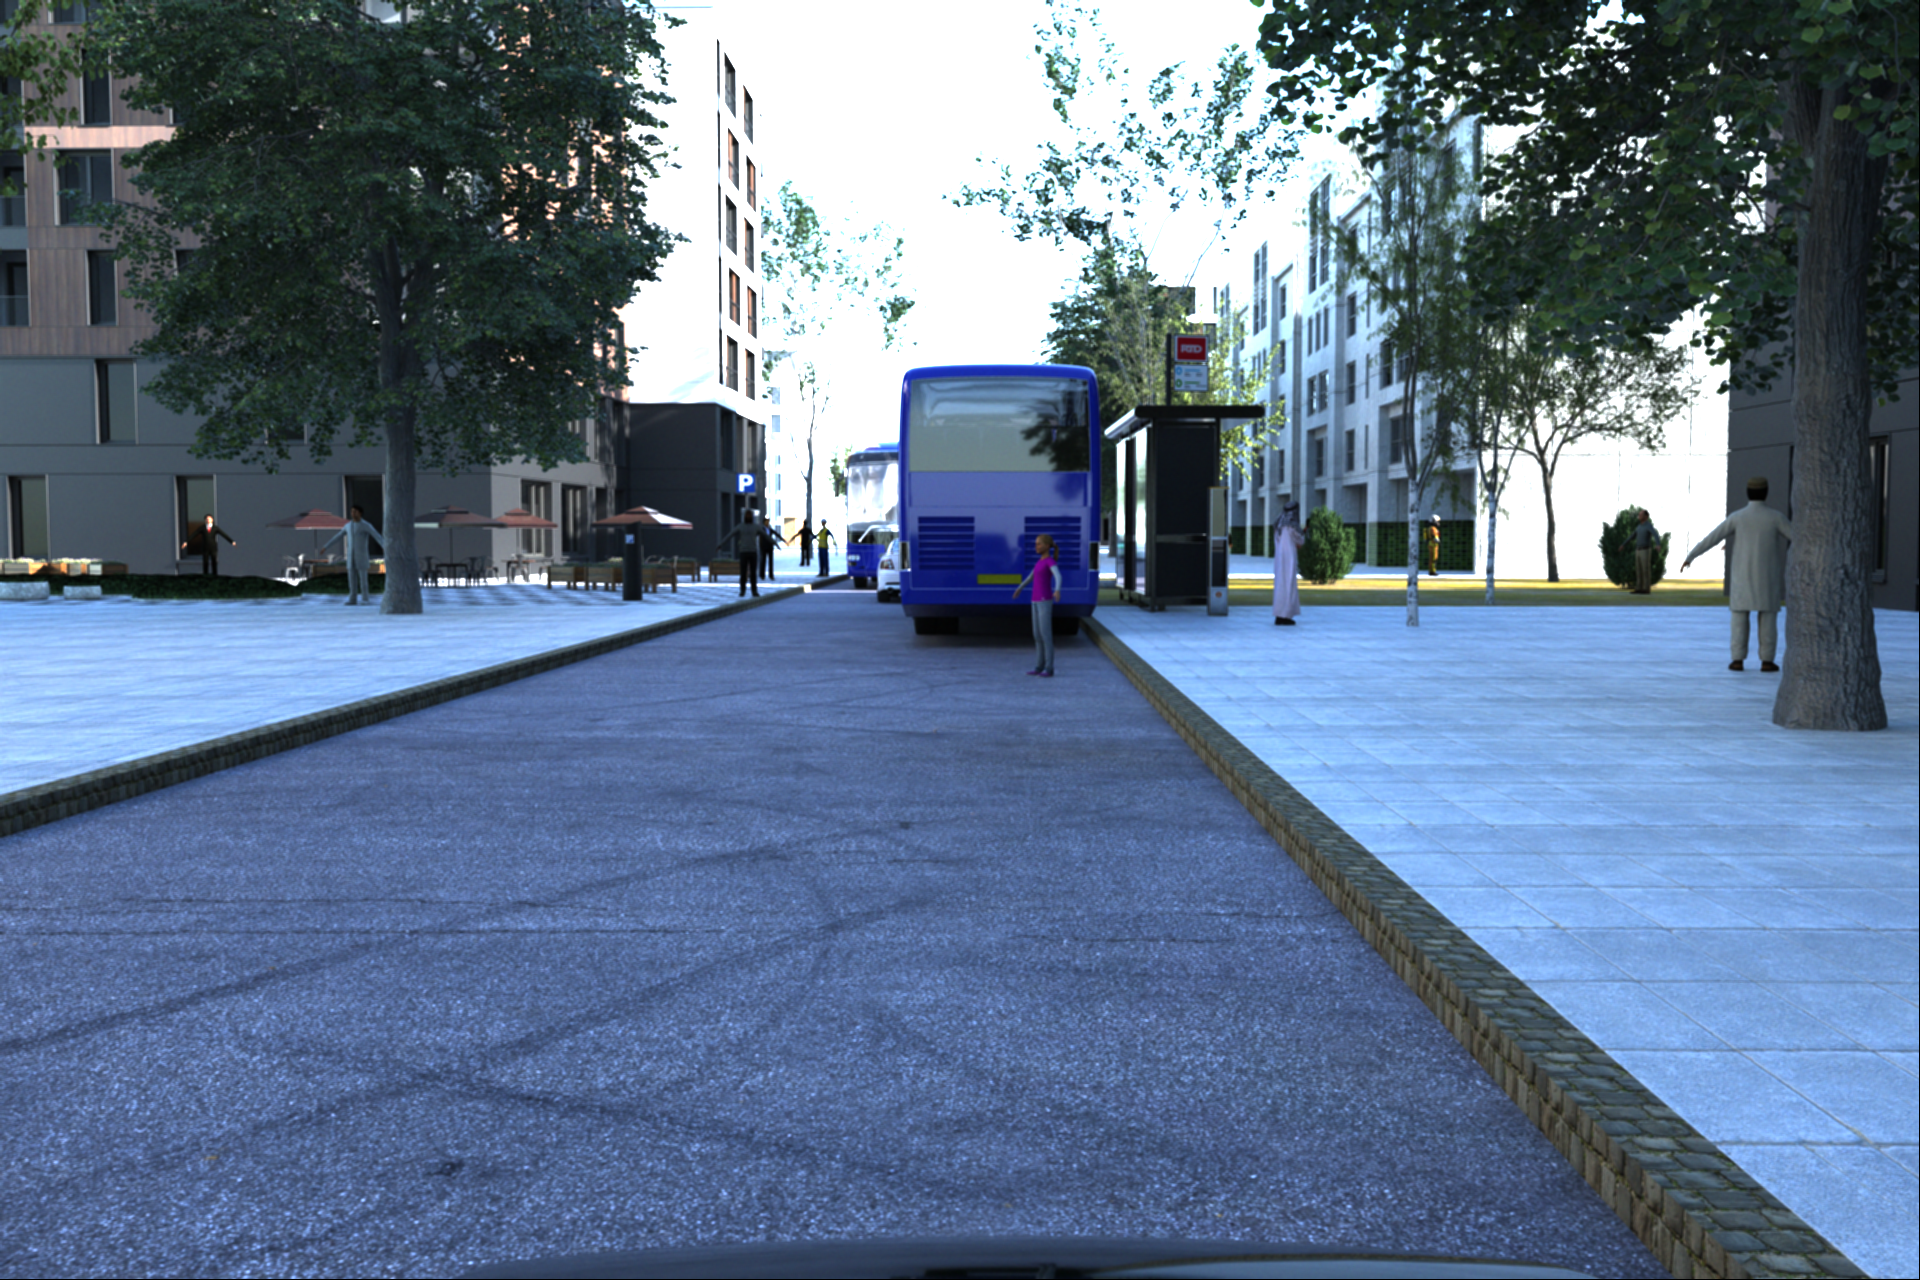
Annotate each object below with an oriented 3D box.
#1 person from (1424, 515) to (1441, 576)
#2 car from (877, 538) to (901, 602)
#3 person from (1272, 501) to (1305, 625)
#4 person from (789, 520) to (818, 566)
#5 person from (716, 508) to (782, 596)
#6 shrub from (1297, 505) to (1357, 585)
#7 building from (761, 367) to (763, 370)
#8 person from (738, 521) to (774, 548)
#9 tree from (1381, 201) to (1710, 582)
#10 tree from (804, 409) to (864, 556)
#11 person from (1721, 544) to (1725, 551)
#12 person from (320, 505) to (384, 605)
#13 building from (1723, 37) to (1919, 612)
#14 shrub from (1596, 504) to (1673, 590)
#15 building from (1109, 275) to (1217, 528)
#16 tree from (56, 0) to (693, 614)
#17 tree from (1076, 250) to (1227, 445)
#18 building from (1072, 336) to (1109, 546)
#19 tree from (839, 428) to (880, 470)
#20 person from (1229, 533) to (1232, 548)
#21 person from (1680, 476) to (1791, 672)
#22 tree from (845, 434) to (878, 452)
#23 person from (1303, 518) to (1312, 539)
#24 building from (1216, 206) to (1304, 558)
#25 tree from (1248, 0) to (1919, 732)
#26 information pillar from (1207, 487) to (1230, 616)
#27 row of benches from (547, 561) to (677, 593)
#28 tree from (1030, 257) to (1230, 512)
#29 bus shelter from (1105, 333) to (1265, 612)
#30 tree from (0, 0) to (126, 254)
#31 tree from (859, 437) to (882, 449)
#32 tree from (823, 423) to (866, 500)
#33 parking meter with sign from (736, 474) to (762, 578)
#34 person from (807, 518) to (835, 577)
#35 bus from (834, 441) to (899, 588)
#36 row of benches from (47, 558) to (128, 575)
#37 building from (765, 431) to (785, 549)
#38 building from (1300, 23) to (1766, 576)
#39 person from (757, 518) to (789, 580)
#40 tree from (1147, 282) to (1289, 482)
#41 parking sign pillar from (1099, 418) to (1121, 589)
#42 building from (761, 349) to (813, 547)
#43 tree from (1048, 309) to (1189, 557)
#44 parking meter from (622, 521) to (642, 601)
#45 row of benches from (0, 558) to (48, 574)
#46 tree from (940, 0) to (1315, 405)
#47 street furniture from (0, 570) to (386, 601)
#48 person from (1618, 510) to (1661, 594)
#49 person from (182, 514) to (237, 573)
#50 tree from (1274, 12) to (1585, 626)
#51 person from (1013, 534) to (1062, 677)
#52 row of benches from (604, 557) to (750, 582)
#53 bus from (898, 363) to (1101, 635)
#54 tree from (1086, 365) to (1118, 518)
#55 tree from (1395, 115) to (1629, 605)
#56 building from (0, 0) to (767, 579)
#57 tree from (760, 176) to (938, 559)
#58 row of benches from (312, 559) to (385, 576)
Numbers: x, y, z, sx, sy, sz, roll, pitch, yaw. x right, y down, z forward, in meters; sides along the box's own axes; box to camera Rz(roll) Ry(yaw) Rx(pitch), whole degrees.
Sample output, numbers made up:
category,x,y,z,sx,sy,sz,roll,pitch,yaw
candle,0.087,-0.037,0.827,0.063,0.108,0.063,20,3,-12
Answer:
category,x,y,z,sx,sy,sz,roll,pitch,yaw
person,14.502,-2.886,52.954,0.705,1.858,1.354,1,4,8
car,-0.782,-1.558,37.842,2.083,1.381,4.827,0,4,2
person,4.651,-1.087,24.489,0.621,1.740,0.551,-3,4,-37
person,-6.236,-3.893,69.582,1.347,1.837,0.705,-2,4,-33
person,-4.350,-1.805,35.648,1.348,1.813,0.705,-1,4,-13
shrub,9.244,-2.449,44.086,1.661,2.075,1.752,0,3,0
building,-24.786,-20.844,197.219,16.016,20.090,11.380,0,4,1
person,-6.851,-3.206,58.561,1.346,1.812,0.704,-1,4,-17
tree,15.907,-6.858,46.542,8.767,10.594,7.601,-1,4,-9
tree,-7.548,-9.317,102.693,4.360,8.622,3.978,0,3,0
person,17.860,-2.032,39.357,1.347,1.817,0.704,-2,4,-25
person,-10.911,-1.538,31.326,1.347,1.806,0.705,1,4,11
building,26.019,-10.708,19.051,27.936,21.610,32.646,0,4,2
shrub,15.589,-2.179,40.047,1.690,2.028,1.600,0,3,0
building,26.979,-18.897,152.947,27.936,21.610,32.646,0,4,1
tree,-8.949,-7.403,27.696,9.857,13.997,8.962,0,3,0
tree,4.758,-5.843,45.898,4.360,8.622,3.978,0,3,0
building,25.820,-21.473,195.065,27.936,21.610,32.646,0,4,1
tree,-6.789,-10.360,119.748,4.360,8.622,3.978,0,3,0
person,6.886,-2.444,46.186,0.704,1.802,1.346,3,5,44
person,7.457,-0.620,16.232,1.344,1.819,0.704,2,4,30
tree,-7.119,-10.763,126.338,4.360,8.622,3.978,0,3,0
person,11.537,-3.104,56.902,1.345,1.843,0.704,2,4,32
building,25.399,-14.409,102.046,16.747,18.905,31.486,0,4,1
tree,5.807,-6.385,11.045,9.857,13.997,8.962,0,3,0
information pillar,4.044,-1.385,27.143,0.304,2.012,0.304,0,4,1
row of benches,-7.857,-1.448,39.130,4.104,0.672,1.422,3,5,42
tree,7.772,-10.553,79.204,9.857,13.997,8.962,0,3,0
bus shelter,3.924,-3.352,32.435,2.179,5.291,8.768,0,4,0
tree,-8.887,-3.831,12.997,4.737,8.622,4.395,0,3,0
tree,-6.859,-11.151,132.676,4.737,8.622,4.395,0,3,0
tree,-7.059,-10.001,113.873,4.737,8.622,4.395,0,3,0
parking meter with sign,-6.126,-3.337,50.816,0.543,3.016,1.738,0,4,3
person,-4.143,-2.776,51.844,1.216,1.772,0.721,3,5,43
bus,-1.573,-3.536,49.366,2.896,3.916,12.251,0,4,1
row of benches,-22.009,-1.728,43.717,1.422,0.672,4.104,-3,5,-45
building,-19.948,-12.856,152.335,9.099,9.664,28.070,0,4,1
building,24.720,-12.370,68.700,16.747,18.905,31.486,0,4,1
person,-5.346,-2.538,48.224,1.216,1.740,0.721,-2,4,-24
tree,7.478,-6.194,51.641,4.737,8.622,4.395,0,3,0
parking sign pillar,3.952,-3.216,41.057,1.447,3.967,1.447,0,4,2
building,-21.629,-19.712,178.708,16.016,20.090,11.380,0,4,2
tree,8.544,-11.548,95.465,9.857,13.997,8.962,0,3,0
parking meter,-6.337,-1.533,33.470,0.372,1.533,0.369,0,3,0
row of benches,-25.698,-1.845,45.636,4.104,0.672,1.422,1,4,23
tree,5.455,-12.664,62.941,12.611,20.169,13.585,0,3,0
street furniture,-16.608,-1.227,35.682,10.072,0.657,5.734,0,4,-4
person,14.598,-1.883,37.063,0.705,1.796,1.348,-1,4,-15
person,-19.945,-2.437,46.033,1.347,1.806,0.705,-2,4,-26
tree,6.093,-4.502,23.978,4.360,8.622,3.978,0,3,0
person,0.781,-0.348,17.414,0.599,1.433,0.991,-2,4,-23
row of benches,-7.659,-1.903,46.576,4.104,0.672,1.422,0,4,6
bus,0.555,-2.201,27.530,2.896,3.916,12.251,0,4,1
tree,7.927,-11.694,109.320,7.486,12.596,7.792,0,3,0
tree,9.426,-4.951,31.312,4.360,8.622,3.978,0,3,0
building,-23.510,-13.558,65.652,27.936,21.610,32.646,0,4,2
tree,-7.469,-14.347,90.465,12.611,20.169,13.585,0,3,0
row of benches,-14.729,-1.676,42.869,1.422,0.672,4.104,0,4,7
